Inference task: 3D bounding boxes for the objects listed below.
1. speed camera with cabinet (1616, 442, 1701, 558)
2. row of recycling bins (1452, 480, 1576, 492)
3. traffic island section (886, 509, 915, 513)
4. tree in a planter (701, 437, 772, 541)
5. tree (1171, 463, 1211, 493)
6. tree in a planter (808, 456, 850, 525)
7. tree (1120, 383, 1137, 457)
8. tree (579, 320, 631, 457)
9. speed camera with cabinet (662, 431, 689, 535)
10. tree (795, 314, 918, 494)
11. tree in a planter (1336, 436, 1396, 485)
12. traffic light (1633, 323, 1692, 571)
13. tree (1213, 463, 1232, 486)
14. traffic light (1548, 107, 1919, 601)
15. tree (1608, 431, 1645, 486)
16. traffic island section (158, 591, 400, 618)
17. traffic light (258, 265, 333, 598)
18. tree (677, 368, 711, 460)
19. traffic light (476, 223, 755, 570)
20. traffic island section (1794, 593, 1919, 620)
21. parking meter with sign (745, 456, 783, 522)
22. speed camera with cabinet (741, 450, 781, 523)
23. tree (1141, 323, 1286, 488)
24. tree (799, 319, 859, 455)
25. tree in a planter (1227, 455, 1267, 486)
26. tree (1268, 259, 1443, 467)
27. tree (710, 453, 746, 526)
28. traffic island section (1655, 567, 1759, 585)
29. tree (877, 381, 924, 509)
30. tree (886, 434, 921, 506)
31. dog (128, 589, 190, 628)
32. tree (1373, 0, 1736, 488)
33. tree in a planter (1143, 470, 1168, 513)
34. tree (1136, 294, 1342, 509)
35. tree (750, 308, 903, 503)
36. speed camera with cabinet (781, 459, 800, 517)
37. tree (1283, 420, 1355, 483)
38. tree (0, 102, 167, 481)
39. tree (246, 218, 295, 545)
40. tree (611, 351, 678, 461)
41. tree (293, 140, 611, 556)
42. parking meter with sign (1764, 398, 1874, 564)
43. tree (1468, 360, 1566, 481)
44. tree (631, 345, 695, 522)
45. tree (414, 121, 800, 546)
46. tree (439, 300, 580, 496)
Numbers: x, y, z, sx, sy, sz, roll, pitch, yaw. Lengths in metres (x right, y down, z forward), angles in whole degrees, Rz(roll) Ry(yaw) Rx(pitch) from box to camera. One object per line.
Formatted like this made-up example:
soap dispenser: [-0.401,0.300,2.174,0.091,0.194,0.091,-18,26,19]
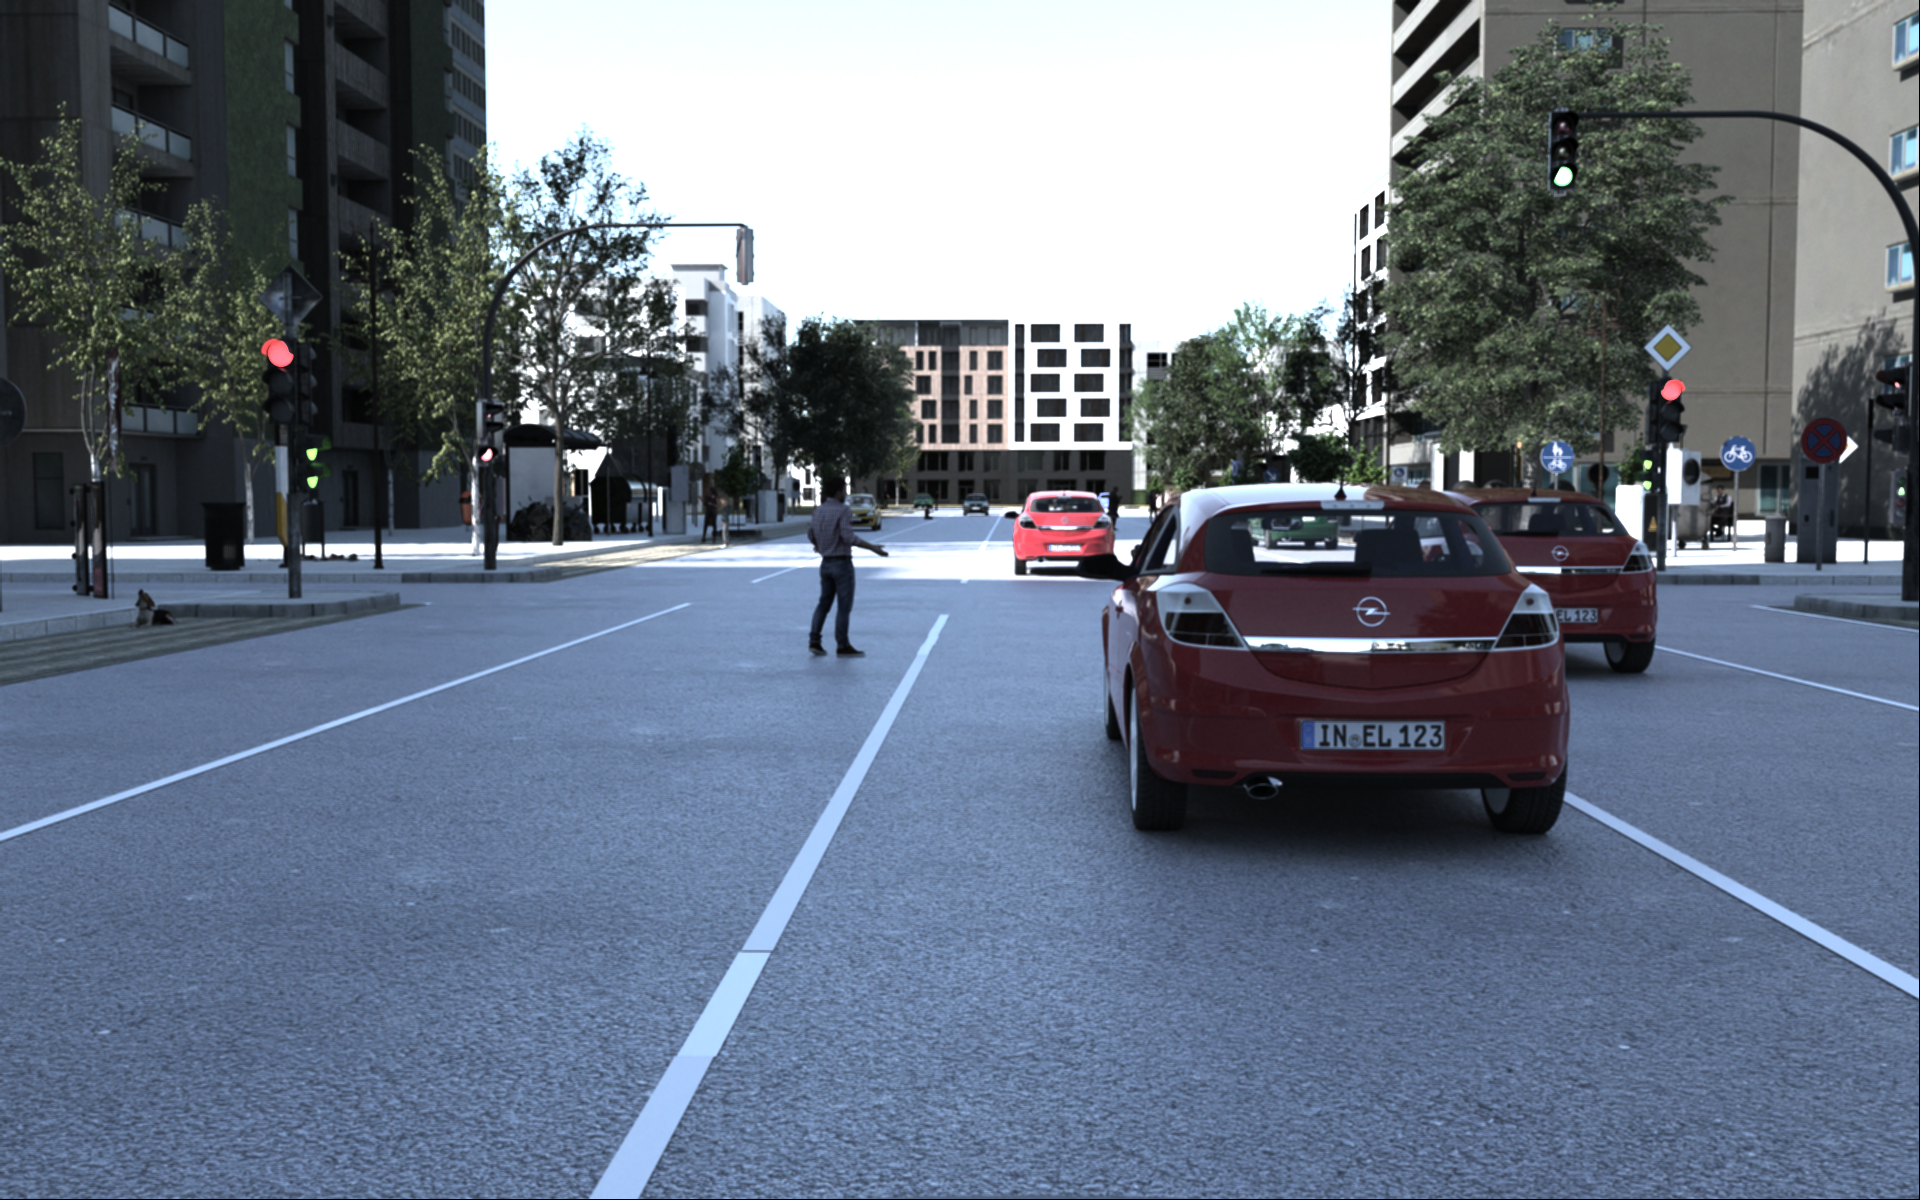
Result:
speed camera with cabinet: [14.183,-2.495,35.125,2.038,3.252,0.660,-2,4,-34]
row of recycling bins: [16.137,-2.659,50.585,3.534,1.692,1.069,2,4,27]
traffic island section: [-4.525,-6.635,131.352,1.991,0.108,1.994,0,4,2]
tree in a planter: [-6.911,-3.468,53.917,1.991,3.239,1.994,0,4,2]
tree: [17.668,-9.182,133.834,4.285,4.588,4.351,0,3,0]
tree in a planter: [-6.057,-5.136,81.189,1.991,3.239,1.994,0,4,2]
tree: [17.564,-13.784,151.127,9.928,11.665,9.643,0,3,0]
tree: [-15.956,-7.387,71.143,4.360,8.622,3.978,0,3,0]
speed camera with cabinet: [-9.118,-3.734,55.387,0.660,3.252,2.038,-1,4,-17]
tree: [-7.692,-13.211,122.655,9.857,13.997,8.962,0,3,0]
tree in a planter: [12.422,-3.432,53.334,1.991,3.239,1.994,0,4,2]
traffic light: [11.626,-2.431,28.664,0.839,4.253,0.868,0,4,2]
tree: [16.668,-6.865,106.836,1.663,3.219,1.824,0,3,0]
traffic light: [9.287,-2.810,20.605,4.771,5.953,1.251,0,4,2]
tree: [21.090,-3.601,53.473,1.663,3.219,1.824,0,3,0]
traffic island section: [-8.231,0.054,21.402,2.009,0.180,2.903,0,4,2]
traffic light: [-8.192,-1.978,21.266,0.839,4.253,0.868,0,4,2]
tree: [-15.834,-8.905,95.952,4.737,8.622,4.395,0,3,0]
traffic light: [-5.853,-3.336,29.218,4.771,5.953,1.251,0,4,2]
traffic island section: [11.421,0.091,20.795,2.009,0.180,2.903,0,4,2]
parking meter with sign: [-8.997,-5.087,79.426,1.738,3.016,0.543,-2,4,-25]
speed camera with cabinet: [-8.917,-5.052,76.942,0.660,3.252,2.038,2,4,28]
tree: [16.757,-12.205,116.564,9.611,12.733,9.660,0,3,0]
tree: [-9.297,-9.313,86.684,8.767,10.594,7.601,0,4,-4]
tree in a planter: [13.253,-5.079,80.265,1.991,3.239,1.994,0,4,2]
tree: [15.715,-8.215,68.728,7.601,10.594,8.767,1,4,15]
tree: [-9.310,-4.653,70.683,1.663,3.219,1.824,0,3,0]
traffic island section: [11.666,-0.397,28.777,2.009,0.180,2.903,0,4,2]
tree: [-6.734,-13.444,145.559,9.928,11.665,9.643,0,3,0]
tree: [-6.371,-14.067,180.351,4.737,8.622,4.395,0,3,0]
dog: [-8.669,0.086,18.783,0.748,0.427,0.550,-3,4,-39]
tree: [15.346,-8.543,46.331,9.857,13.997,8.962,0,3,0]
tree in a planter: [14.797,-8.149,130.454,1.991,3.239,1.994,0,4,2]
tree: [16.239,-10.109,91.030,9.928,11.665,9.643,0,3,0]
tree: [-8.251,-11.602,106.699,9.611,12.733,9.660,0,3,0]
speed camera with cabinet: [-9.896,-6.313,97.553,0.660,3.252,2.038,3,5,40]
tree: [15.789,-5.639,75.912,4.285,4.588,4.351,0,3,0]
tree: [-16.635,-5.097,33.703,4.737,8.622,4.395,0,3,0]
tree: [-17.894,-5.676,43.159,4.737,8.622,4.395,0,3,0]
tree: [-16.931,-8.219,84.747,4.737,8.622,4.395,0,3,0]
tree: [-10.203,-5.201,35.399,4.737,8.622,4.395,0,3,0]
parking meter with sign: [15.881,-2.189,32.057,1.738,3.016,0.543,2,4,27]
tree: [23.103,-7.451,72.191,4.737,8.622,4.395,0,3,0]
tree: [-14.183,-7.915,79.771,4.360,8.622,3.978,0,3,0]
tree: [-9.674,-6.625,42.726,7.601,10.594,8.767,-3,5,-39]
tree: [-16.908,-6.957,64.108,4.360,8.622,3.978,0,3,0]
